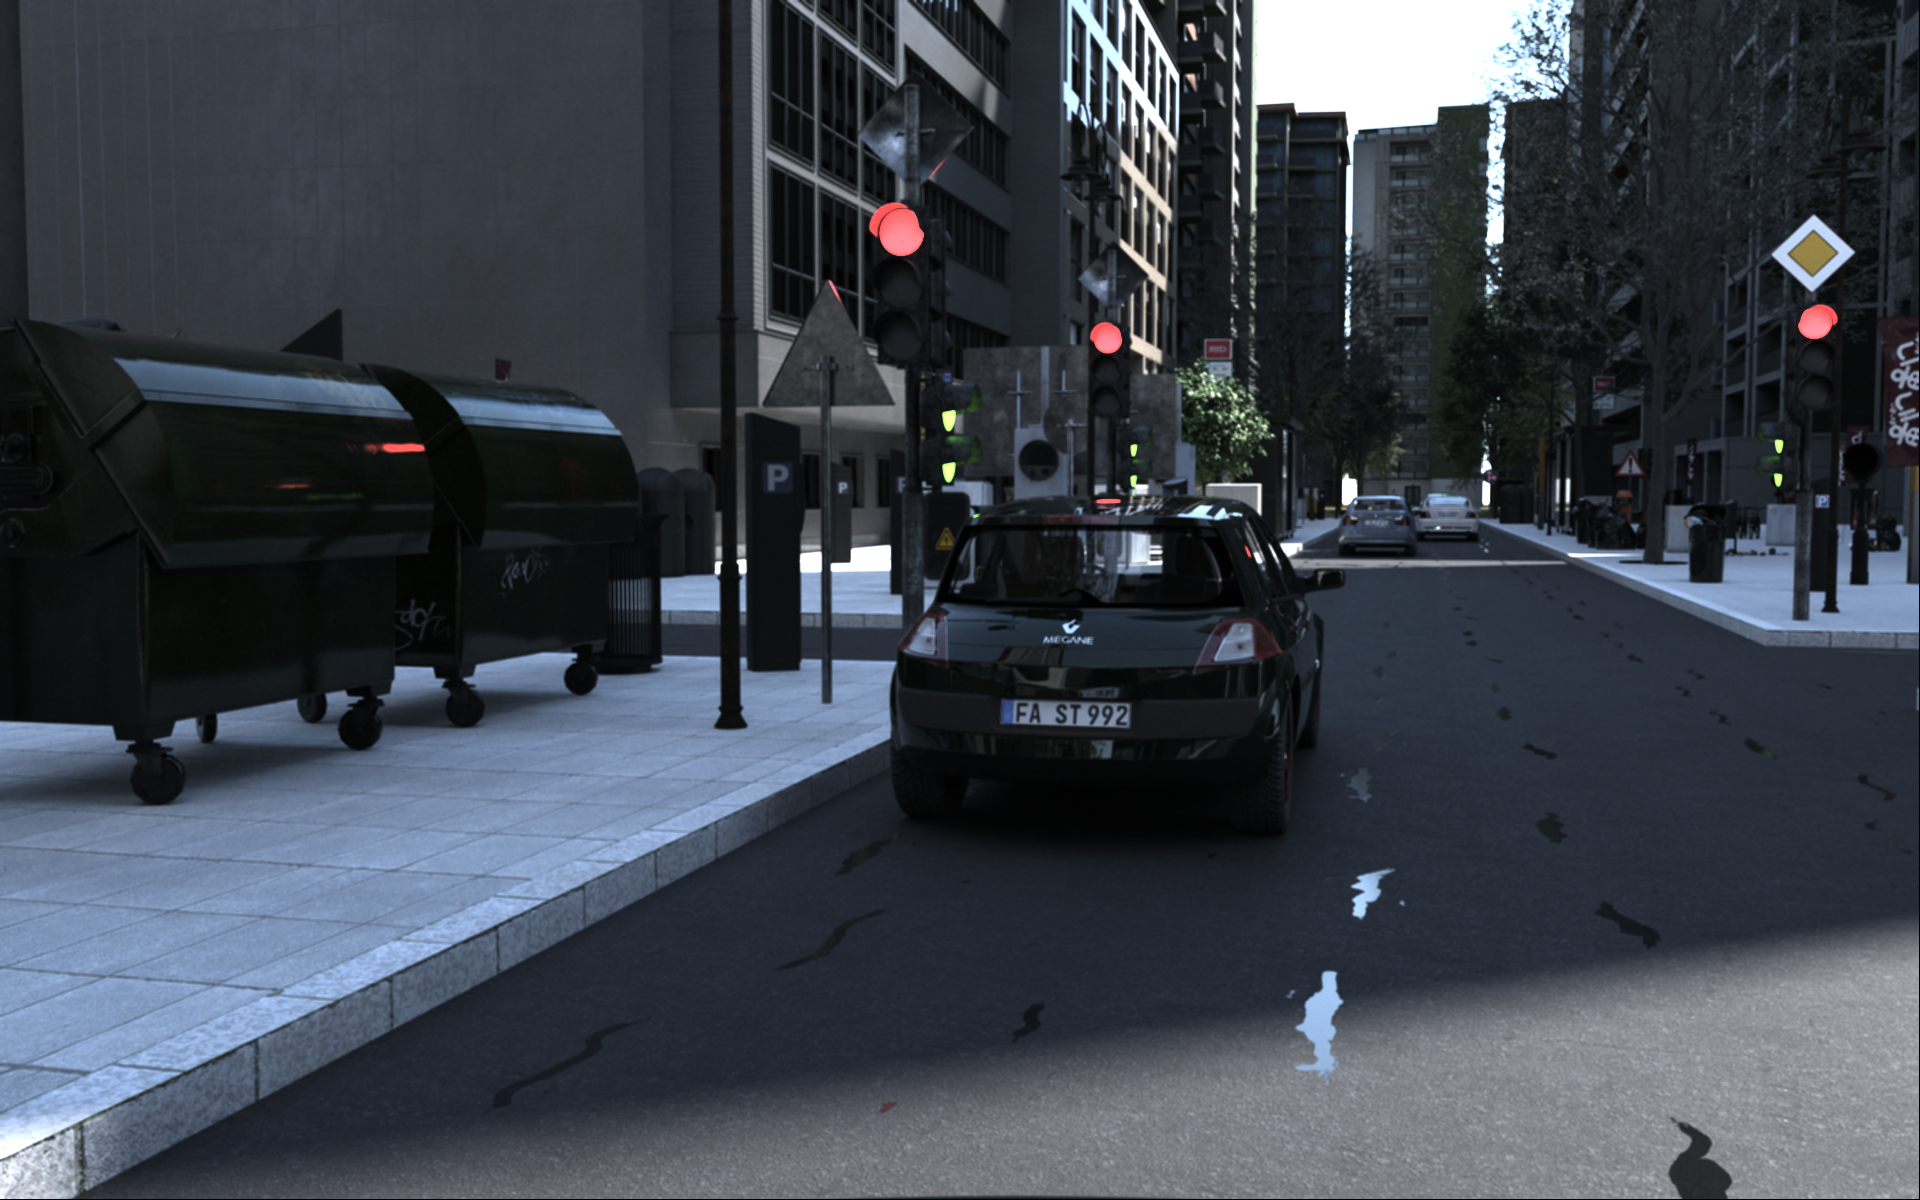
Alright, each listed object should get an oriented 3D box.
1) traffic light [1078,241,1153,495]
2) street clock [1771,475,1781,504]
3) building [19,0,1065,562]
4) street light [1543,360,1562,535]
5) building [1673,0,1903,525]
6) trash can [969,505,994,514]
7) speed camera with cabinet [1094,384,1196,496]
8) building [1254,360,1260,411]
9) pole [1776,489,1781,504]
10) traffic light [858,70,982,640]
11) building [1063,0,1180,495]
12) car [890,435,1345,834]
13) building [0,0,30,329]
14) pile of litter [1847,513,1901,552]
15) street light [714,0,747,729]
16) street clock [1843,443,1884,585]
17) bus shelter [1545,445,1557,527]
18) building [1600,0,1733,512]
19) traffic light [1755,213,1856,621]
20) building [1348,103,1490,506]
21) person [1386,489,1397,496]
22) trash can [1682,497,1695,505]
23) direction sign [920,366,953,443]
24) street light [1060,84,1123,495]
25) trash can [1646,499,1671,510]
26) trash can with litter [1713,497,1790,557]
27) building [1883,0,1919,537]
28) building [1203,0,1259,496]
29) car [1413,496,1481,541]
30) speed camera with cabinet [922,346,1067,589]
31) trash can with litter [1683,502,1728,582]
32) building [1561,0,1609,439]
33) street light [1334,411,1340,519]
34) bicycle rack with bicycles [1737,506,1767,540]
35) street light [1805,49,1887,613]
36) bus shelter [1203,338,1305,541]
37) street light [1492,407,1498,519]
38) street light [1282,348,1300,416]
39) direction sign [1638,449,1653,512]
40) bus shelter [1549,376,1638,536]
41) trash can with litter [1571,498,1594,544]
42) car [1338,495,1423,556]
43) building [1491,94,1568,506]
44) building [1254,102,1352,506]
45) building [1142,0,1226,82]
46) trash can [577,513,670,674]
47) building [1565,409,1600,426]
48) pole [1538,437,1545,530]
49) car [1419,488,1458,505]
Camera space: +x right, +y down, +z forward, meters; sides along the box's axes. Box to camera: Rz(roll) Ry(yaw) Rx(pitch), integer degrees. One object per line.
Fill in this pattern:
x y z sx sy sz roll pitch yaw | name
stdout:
1.703 -1.856 19.270 0.839 4.253 0.868 1 4 14 | traffic light
28.178 -3.367 59.614 0.471 2.002 0.358 3 4 39 | street clock
-6.903 -13.796 44.627 14.314 24.678 30.058 1 4 14 | building
18.326 -4.948 53.694 0.468 5.910 1.993 1 4 14 | street light
43.819 -38.889 74.092 20.563 71.187 20.611 1 4 14 | building
0.486 -0.619 21.776 0.748 1.137 0.748 0 3 0 | trash can
3.329 -2.276 31.552 0.660 3.252 2.038 -3 5 -42 | speed camera with cabinet
11.813 -51.340 152.084 31.000 86.520 22.319 1 4 14 | building
31.218 -4.415 66.032 0.158 3.312 0.155 0 3 0 | pole
-0.298 -1.383 11.538 0.839 4.253 0.868 1 4 14 | traffic light
-2.158 -16.652 76.773 19.350 26.468 34.151 1 4 14 | building
0.919 0.058 8.838 2.009 1.686 4.222 1 4 14 | car
-26.725 -10.672 39.114 19.286 19.102 10.561 1 4 14 | building
20.622 -1.538 39.105 1.719 0.858 1.176 -3 4 -37 | pile of litter
-1.260 -2.236 9.347 0.468 5.910 1.993 1 4 14 | street light
12.731 -1.216 24.460 0.471 2.002 0.358 3 5 44 | street clock
23.199 -4.385 65.617 2.014 3.302 5.546 1 4 15 | bus shelter
48.183 -28.868 95.688 21.300 48.544 21.600 1 4 14 | building
8.543 -1.749 17.522 0.839 4.253 0.868 1 4 14 | traffic light
49.117 -30.739 186.174 14.086 41.232 14.154 1 4 14 | building
27.243 -6.126 109.459 0.742 1.727 0.445 1 4 17 | person
33.687 -4.199 80.312 0.748 1.137 0.748 0 3 0 | trash can
-0.508 -2.362 30.619 0.876 3.537 0.379 -2 4 -33 | direction sign
1.528 -2.894 20.111 0.468 5.910 1.993 1 4 14 | street light
21.501 -2.549 53.336 0.748 1.137 0.748 0 3 0 | trash can
16.475 -1.547 36.355 2.233 1.210 1.678 0 4 -4 | trash can with litter
35.601 -17.101 51.310 14.160 30.474 14.107 1 4 14 | building
14.708 -27.354 130.827 14.154 41.232 14.086 1 4 14 | building
15.224 -2.557 54.167 2.083 1.381 4.827 1 4 15 | car
0.431 -1.771 23.291 2.038 3.252 0.660 1 4 13 | speed camera with cabinet
10.853 -0.854 25.356 0.624 1.170 1.055 1 4 16 | trash can with litter
58.295 -30.235 144.450 14.600 45.320 14.200 1 4 14 | building
19.575 -7.164 89.912 0.468 5.910 1.993 1 4 14 | street light
22.184 -2.254 50.230 2.852 0.926 2.925 3 5 40 | bicycle rack with bicycles
9.446 -2.803 18.618 0.468 5.910 1.993 1 4 14 | street light
7.999 -4.248 47.082 2.179 5.291 8.768 1 4 15 | bus shelter
27.679 -7.135 89.444 0.468 5.910 1.993 1 4 14 | street light
10.504 -5.030 55.024 0.468 5.910 1.993 1 4 14 | street light
34.304 -5.793 86.705 0.876 3.537 0.379 -1 4 -15 | direction sign
20.531 -4.834 56.662 2.179 5.291 8.768 1 4 14 | bus shelter
16.352 -2.032 44.610 1.055 1.170 0.624 -1 4 -10 | trash can with litter
10.052 -1.805 41.522 2.014 1.417 4.499 1 4 16 | car
70.975 -32.428 184.814 28.867 44.769 22.147 1 4 14 | building
28.967 -33.080 195.475 28.867 44.769 22.147 1 4 14 | building
4.988 -27.877 110.412 22.147 44.769 28.867 1 4 14 | building
-2.466 -0.053 12.516 0.748 1.137 0.748 0 3 0 | trash can
55.909 -49.390 120.201 22.319 86.520 31.000 1 4 14 | building
20.921 -4.187 62.300 0.158 3.312 0.155 0 3 0 | pole
20.922 -4.056 75.104 1.959 1.807 4.718 1 4 16 | car
